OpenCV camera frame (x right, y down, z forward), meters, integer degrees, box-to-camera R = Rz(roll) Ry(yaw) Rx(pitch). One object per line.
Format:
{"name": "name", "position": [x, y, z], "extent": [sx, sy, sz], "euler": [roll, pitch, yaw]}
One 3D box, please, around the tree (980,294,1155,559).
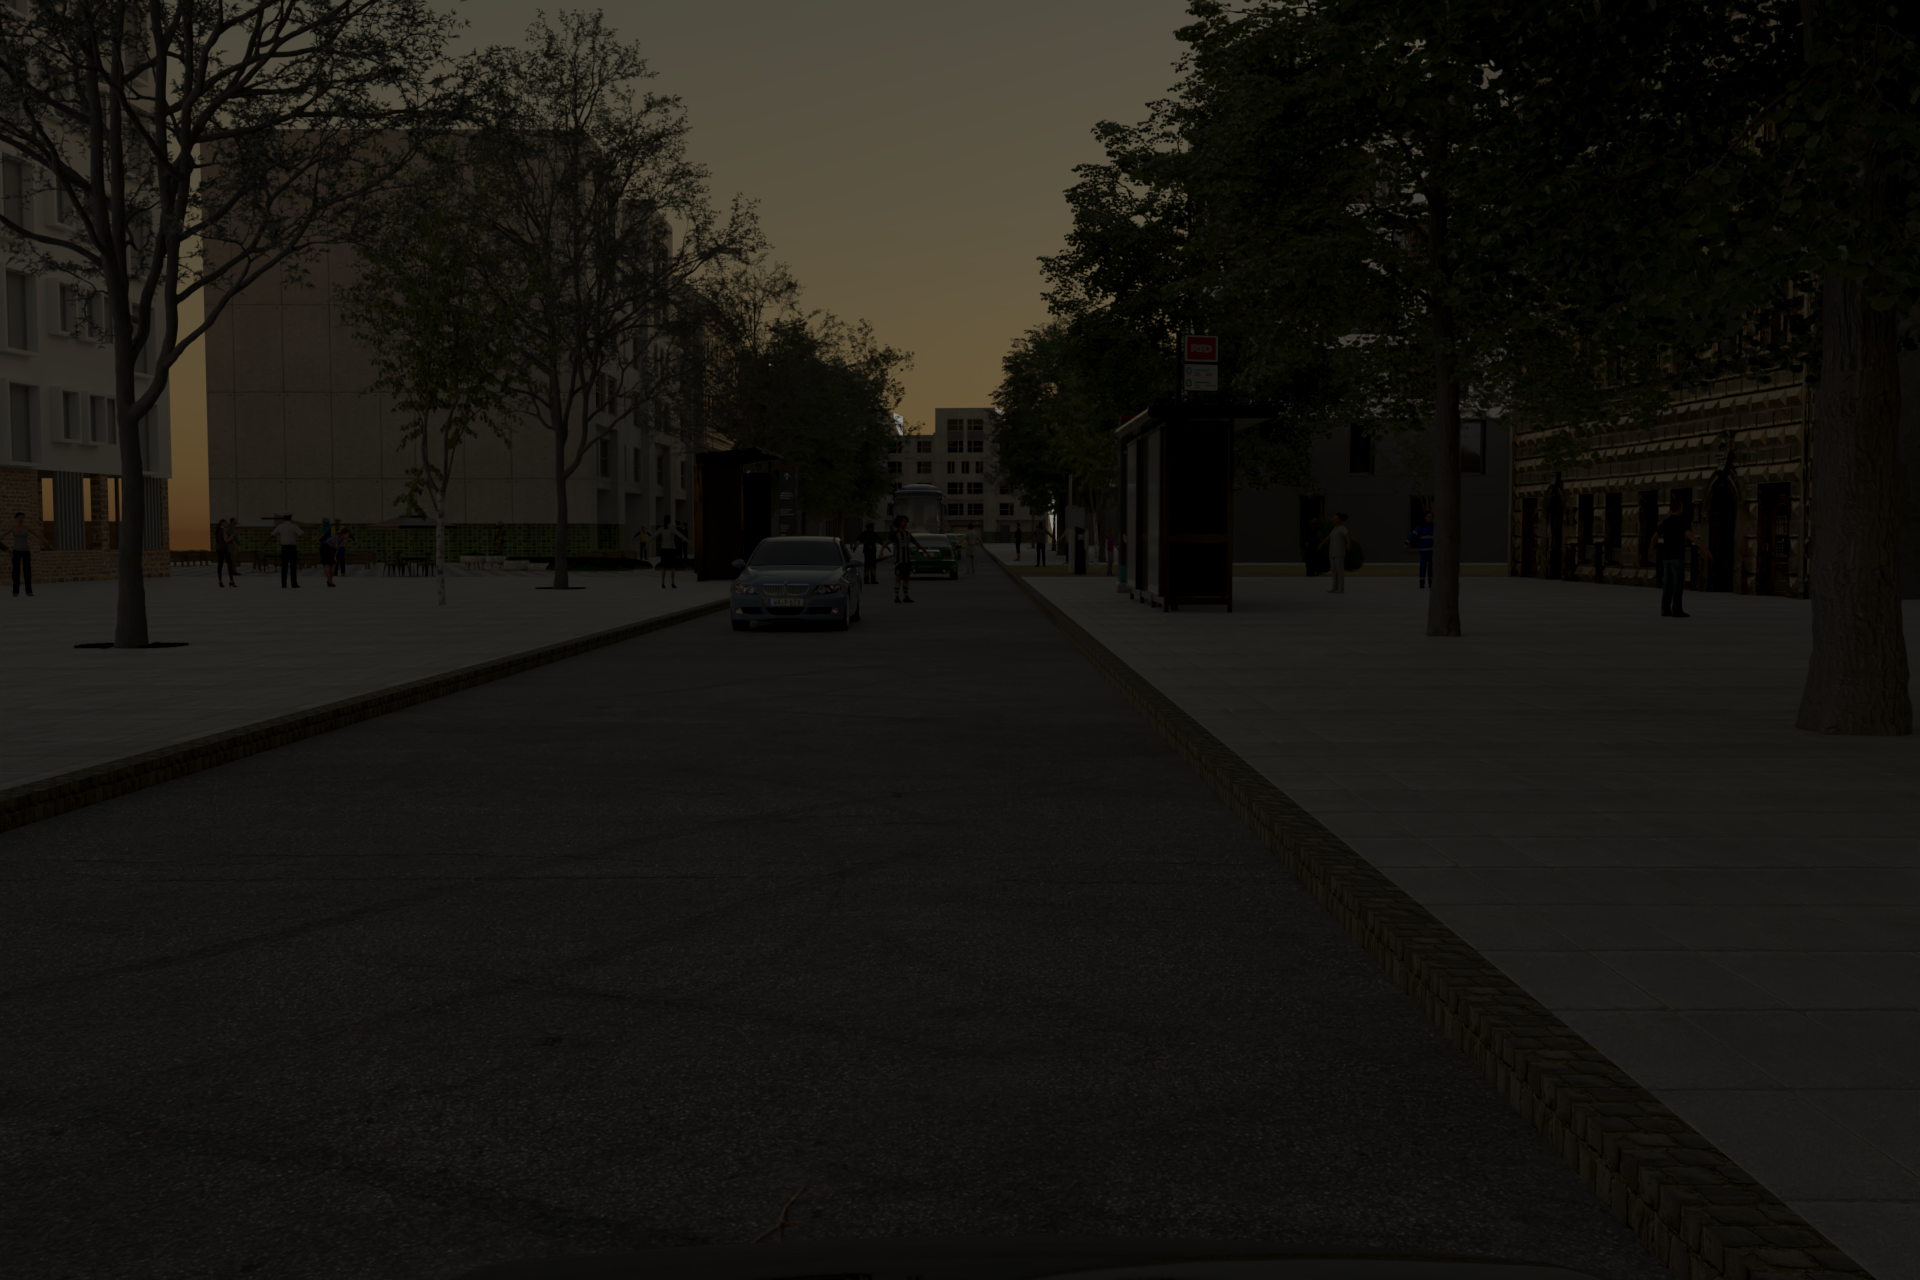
{"name": "tree", "position": [6.145, -10.901, 88.594], "extent": [12.009, 13.543, 11.850], "euler": [0, 3, 0]}

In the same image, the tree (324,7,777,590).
{"name": "tree", "position": [-9.146, -7.926, 39.968], "extent": [12.009, 13.543, 11.850], "euler": [0, 3, 0]}

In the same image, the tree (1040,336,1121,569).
{"name": "tree", "position": [5.015, -6.926, 63.607], "extent": [4.737, 8.622, 4.395], "euler": [0, 3, 0]}

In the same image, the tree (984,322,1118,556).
{"name": "tree", "position": [6.168, -12.036, 103.437], "extent": [9.857, 13.997, 8.962], "euler": [0, 3, 0]}

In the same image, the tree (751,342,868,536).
{"name": "tree", "position": [-9.187, -11.172, 100.783], "extent": [7.486, 12.596, 7.792], "euler": [0, 3, 0]}

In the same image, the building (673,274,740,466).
{"name": "building", "position": [-25.882, -17.782, 121.672], "extent": [19.493, 23.208, 18.063], "euler": [0, 4, 0]}

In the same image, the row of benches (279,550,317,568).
{"name": "row of benches", "position": [-25.384, -3.110, 66.312], "extent": [1.422, 0.672, 4.104], "euler": [-2, 4, -31]}

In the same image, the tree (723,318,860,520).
{"name": "tree", "position": [-9.097, -10.561, 90.807], "extent": [7.486, 12.596, 7.792], "euler": [0, 3, 0]}

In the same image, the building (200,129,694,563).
{"name": "building", "position": [-24.849, -13.778, 91.730], "extent": [16.747, 18.905, 31.486], "euler": [0, 4, 0]}

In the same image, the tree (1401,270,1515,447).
{"name": "tree", "position": [20.640, -9.198, 60.755], "extent": [12.009, 13.543, 11.850], "euler": [0, 3, 0]}

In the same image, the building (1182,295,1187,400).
{"name": "building", "position": [21.687, -16.658, 128.781], "extent": [16.016, 20.090, 11.380], "euler": [0, 4, 0]}

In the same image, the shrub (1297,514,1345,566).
{"name": "shrub", "position": [12.847, -3.499, 61.620], "extent": [1.690, 2.028, 1.600], "euler": [0, 3, 0]}

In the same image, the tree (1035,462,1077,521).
{"name": "tree", "position": [6.556, -10.107, 115.609], "extent": [4.360, 8.622, 3.978], "euler": [0, 3, 0]}

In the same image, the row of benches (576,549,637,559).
{"name": "row of benches", "position": [-14.397, -3.395, 70.968], "extent": [1.422, 0.672, 4.104], "euler": [1, 4, 17]}

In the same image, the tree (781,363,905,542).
{"name": "tree", "position": [-8.747, -13.440, 126.394], "extent": [9.857, 13.997, 8.962], "euler": [0, 3, 0]}

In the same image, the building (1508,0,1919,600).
{"name": "building", "position": [25.700, -12.919, 42.158], "extent": [19.493, 23.208, 18.063], "euler": [0, 4, 0]}

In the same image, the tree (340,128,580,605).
{"name": "tree", "position": [-9.231, -4.940, 31.128], "extent": [4.737, 8.622, 4.395], "euler": [0, 3, 0]}

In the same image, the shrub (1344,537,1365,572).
{"name": "shrub", "position": [13.346, -2.942, 59.210], "extent": [1.383, 1.207, 1.383], "euler": [0, 3, 0]}

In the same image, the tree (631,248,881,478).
{"name": "tree", "position": [-8.578, -9.994, 73.772], "extent": [12.009, 13.543, 11.850], "euler": [0, 3, 0]}

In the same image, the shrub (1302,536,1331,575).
{"name": "shrub", "position": [11.254, -2.642, 54.317], "extent": [1.383, 1.207, 1.383], "euler": [0, 3, 0]}

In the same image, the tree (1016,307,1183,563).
{"name": "tree", "position": [6.385, -9.305, 77.888], "extent": [9.928, 11.665, 9.643], "euler": [0, 3, 0]}

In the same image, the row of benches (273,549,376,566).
{"name": "row of benches", "position": [-26.103, -3.424, 71.437], "extent": [4.104, 0.672, 1.422], "euler": [-1, 4, -14]}

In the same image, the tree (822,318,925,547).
{"name": "tree", "position": [-9.357, -18.282, 154.801], "extent": [12.611, 20.169, 13.585], "euler": [0, 3, 0]}

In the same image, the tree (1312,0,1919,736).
{"name": "tree", "position": [5.872, -6.368, 10.778], "extent": [9.857, 13.997, 8.962], "euler": [0, 3, 0]}

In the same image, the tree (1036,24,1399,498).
{"name": "tree", "position": [6.714, -8.483, 45.349], "extent": [9.857, 13.997, 8.962], "euler": [0, 3, 0]}

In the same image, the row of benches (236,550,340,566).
{"name": "row of benches", "position": [-26.914, -3.294, 69.317], "extent": [4.104, 0.672, 1.422], "euler": [-1, 4, -14]}

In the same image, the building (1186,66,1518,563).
{"name": "building", "position": [25.669, -15.193, 92.378], "extent": [27.936, 21.610, 32.646], "euler": [0, 4, 0]}

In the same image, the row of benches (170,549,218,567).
{"name": "row of benches", "position": [-31.014, -3.304, 69.482], "extent": [1.422, 0.672, 4.104], "euler": [0, 4, 5]}

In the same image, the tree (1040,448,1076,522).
{"name": "tree", "position": [7.178, -10.502, 122.066], "extent": [4.737, 8.622, 4.395], "euler": [0, 3, 0]}

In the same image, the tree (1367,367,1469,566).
{"name": "tree", "position": [19.319, -7.342, 70.396], "extent": [4.360, 8.622, 3.978], "euler": [0, 3, 0]}

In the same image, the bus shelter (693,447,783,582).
{"name": "bus shelter", "position": [-6.306, -3.581, 49.824], "extent": [1.731, 3.624, 6.357], "euler": [0, 4, 1]}

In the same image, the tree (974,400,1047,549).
{"name": "tree", "position": [6.260, -14.616, 149.333], "extent": [12.009, 13.543, 11.850], "euler": [0, 3, 0]}

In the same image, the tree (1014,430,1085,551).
{"name": "tree", "position": [7.198, -12.473, 129.683], "extent": [9.928, 11.665, 9.643], "euler": [0, 3, 0]}

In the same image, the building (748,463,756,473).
{"name": "building", "position": [-25.794, -14.838, 184.743], "extent": [9.099, 9.664, 28.070], "euler": [0, 4, 0]}

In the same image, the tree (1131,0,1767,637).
{"name": "tree", "position": [5.865, -6.345, 21.868], "extent": [7.486, 12.596, 7.792], "euler": [0, 3, 0]}

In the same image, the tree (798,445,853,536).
{"name": "tree", "position": [-8.995, -9.863, 111.618], "extent": [4.737, 8.622, 4.395], "euler": [0, 3, 0]}

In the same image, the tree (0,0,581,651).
{"name": "tree", "position": [-9.228, -6.658, 19.220], "extent": [12.009, 13.543, 11.850], "euler": [0, 3, 0]}

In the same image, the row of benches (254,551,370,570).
{"name": "row of benches", "position": [-23.654, -2.909, 63.018], "extent": [4.104, 0.672, 1.422], "euler": [0, 4, -8]}

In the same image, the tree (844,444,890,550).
{"name": "tree", "position": [-9.249, -12.711, 142.238], "extent": [7.601, 10.594, 8.767], "euler": [-2, 4, -27]}

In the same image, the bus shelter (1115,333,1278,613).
{"name": "bus shelter", "position": [4.126, -3.349, 32.392], "extent": [2.179, 5.291, 8.768], "euler": [0, 3, 0]}
